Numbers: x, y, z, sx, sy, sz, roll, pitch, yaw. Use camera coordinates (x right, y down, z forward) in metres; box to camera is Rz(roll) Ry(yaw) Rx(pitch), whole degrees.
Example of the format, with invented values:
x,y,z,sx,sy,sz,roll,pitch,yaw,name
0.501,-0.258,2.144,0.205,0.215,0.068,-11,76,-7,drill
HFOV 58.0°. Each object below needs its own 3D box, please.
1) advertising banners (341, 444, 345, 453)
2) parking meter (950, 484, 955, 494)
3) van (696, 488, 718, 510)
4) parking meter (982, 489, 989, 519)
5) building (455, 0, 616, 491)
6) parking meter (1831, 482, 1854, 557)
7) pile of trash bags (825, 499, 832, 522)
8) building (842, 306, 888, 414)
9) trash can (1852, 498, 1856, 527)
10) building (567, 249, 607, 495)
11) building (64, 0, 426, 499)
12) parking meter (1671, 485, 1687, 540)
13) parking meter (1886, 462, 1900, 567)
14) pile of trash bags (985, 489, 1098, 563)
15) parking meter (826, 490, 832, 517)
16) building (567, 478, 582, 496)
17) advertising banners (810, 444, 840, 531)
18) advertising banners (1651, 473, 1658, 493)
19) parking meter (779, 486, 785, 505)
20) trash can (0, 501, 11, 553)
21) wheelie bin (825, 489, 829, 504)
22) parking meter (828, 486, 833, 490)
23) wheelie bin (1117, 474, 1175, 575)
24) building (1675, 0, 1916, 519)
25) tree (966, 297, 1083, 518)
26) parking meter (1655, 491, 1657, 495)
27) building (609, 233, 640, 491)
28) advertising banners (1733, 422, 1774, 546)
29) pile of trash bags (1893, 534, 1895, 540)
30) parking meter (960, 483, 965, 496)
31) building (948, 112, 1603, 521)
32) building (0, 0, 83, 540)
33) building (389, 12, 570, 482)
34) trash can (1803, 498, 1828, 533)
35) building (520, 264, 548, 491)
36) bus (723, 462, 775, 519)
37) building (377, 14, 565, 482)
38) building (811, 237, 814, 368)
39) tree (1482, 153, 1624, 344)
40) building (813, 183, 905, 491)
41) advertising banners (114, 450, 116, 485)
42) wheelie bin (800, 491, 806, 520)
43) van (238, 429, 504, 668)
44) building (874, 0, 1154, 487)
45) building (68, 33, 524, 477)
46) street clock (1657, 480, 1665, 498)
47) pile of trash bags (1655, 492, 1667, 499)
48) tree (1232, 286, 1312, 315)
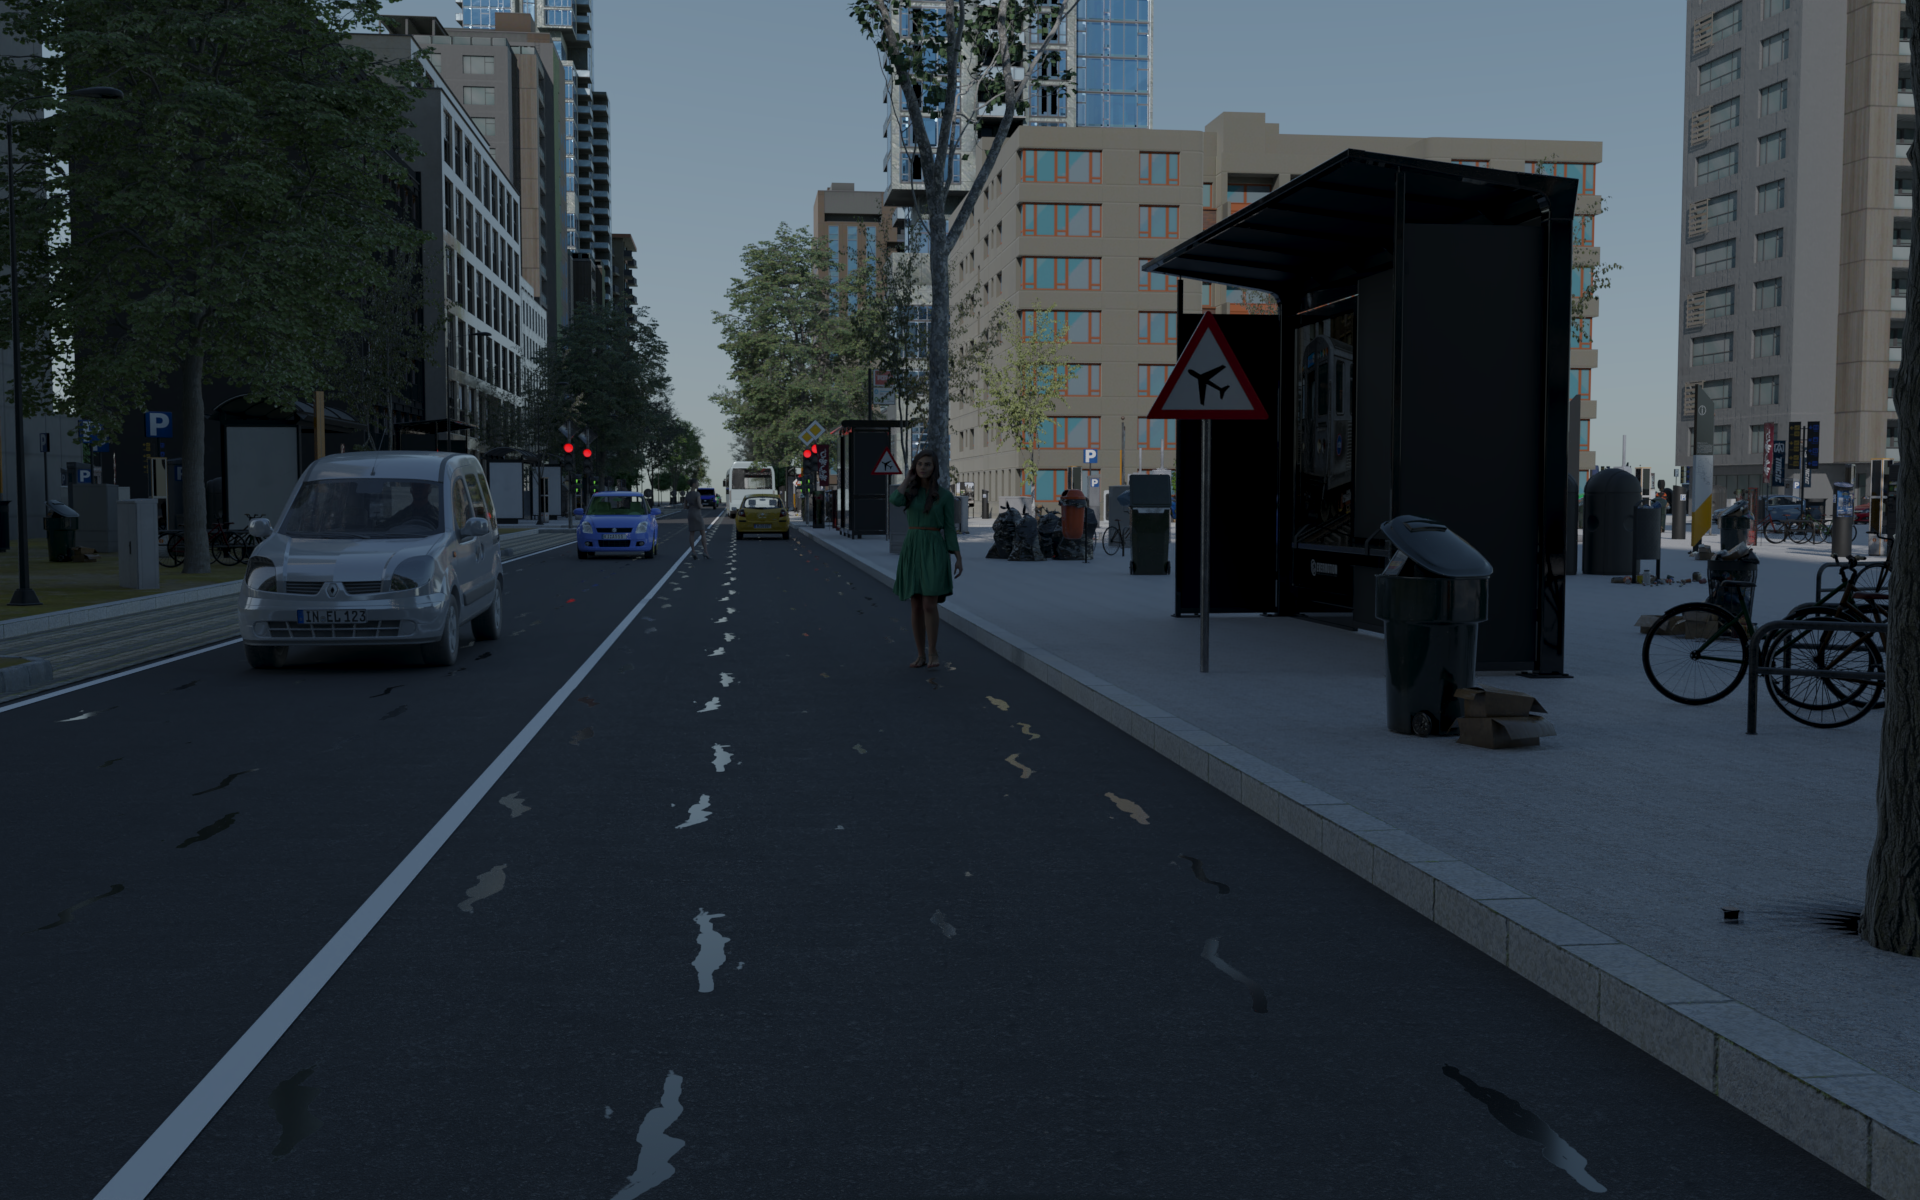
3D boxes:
x,y,z,sx,sy,sz,roll,pitch,yaw,name
-21.815,-3.954,60.828,0.090,3.025,2.074,-2,4,-30,advertising banners
-0.504,-5.833,101.082,0.399,1.863,0.255,2,4,31,parking meter
-23.685,-9.606,161.440,2.240,2.365,5.245,0,4,-7,van
1.308,-4.941,89.191,0.372,1.533,0.369,0,3,0,parking meter
-60.423,-57.296,249.455,22.319,86.520,31.000,0,4,-7,building
17.984,-1.644,35.294,0.372,1.533,0.369,0,3,0,parking meter
-4.790,-4.159,77.756,1.912,1.369,3.447,-1,4,-21,pile of trash bags
2.921,-20.215,175.547,27.650,21.520,28.899,0,4,-7,building
32.949,-3.232,64.504,0.748,1.137,0.748,0,3,0,trash can
-49.374,-26.461,204.341,14.160,30.474,14.107,0,4,-7,building
-34.068,-15.611,84.925,12.332,23.373,15.834,0,4,-7,building
20.344,-2.482,48.989,0.372,1.533,0.369,0,3,0,parking meter
15.752,-1.423,28.980,0.399,1.863,0.255,-1,4,-12,parking meter
1.759,-1.450,33.468,1.912,1.369,3.447,-1,4,-15,pile of trash bags
-7.477,-5.530,98.824,0.372,1.533,0.369,0,3,0,parking meter
-56.504,-30.064,183.426,32.217,40.220,23.993,0,4,-7,building
-4.556,-4.182,64.563,2.074,3.025,0.090,-1,4,-14,advertising banners
57.790,-8.998,143.304,2.074,3.025,0.090,-2,4,-31,advertising banners
-12.644,-7.180,123.096,0.399,1.863,0.255,3,5,39,parking meter
-21.234,-1.615,38.054,0.748,1.137,0.748,0,3,0,trash can
-7.868,-5.882,104.083,0.693,1.594,0.980,-1,4,-10,wheelie bin
-9.255,-7.223,123.806,0.255,1.863,0.399,0,4,4,parking meter
2.991,-1.206,27.623,0.980,1.594,0.693,0,4,2,wheelie bin
48.876,-25.029,92.813,14.086,41.232,14.154,0,4,-7,building
2.474,-6.948,63.964,4.737,8.622,4.395,0,3,0,tree
58.711,-8.442,146.438,0.372,1.533,0.369,0,3,0,parking meter
-63.704,-38.288,280.634,22.147,44.769,28.867,0,4,-7,building
19.657,-2.858,42.919,0.090,3.025,2.074,0,4,1,advertising banners
5.263,0.217,6.200,3.447,1.369,1.912,3,4,36,pile of trash bags
0.124,-5.032,87.976,0.255,1.863,0.399,0,4,-4,parking meter
15.364,-15.415,97.075,28.899,21.520,27.650,0,4,-7,building
-36.119,-36.820,40.264,20.611,71.187,20.563,0,4,-7,building
-45.197,-31.522,165.496,14.600,45.320,14.200,0,4,-7,building
28.532,-2.821,57.781,0.748,1.137,0.748,0,3,0,trash can
-38.612,-17.198,135.937,10.420,20.320,16.860,0,4,-7,building
-12.768,-6.715,104.642,2.948,3.499,13.247,-1,4,-9,bus
-42.706,-28.631,151.707,14.154,41.232,14.086,0,4,-7,building
-16.811,-36.301,277.111,14.154,41.232,14.086,0,4,-7,building
11.874,-5.313,37.231,4.360,8.622,3.978,0,3,0,tree
-13.744,-36.626,248.951,14.600,45.320,14.200,0,4,-7,building
-34.165,-4.520,70.089,0.090,3.025,2.074,-2,4,-25,advertising banners
-7.221,-4.583,82.846,0.980,1.594,0.693,-2,4,-35,wheelie bin
-5.196,-0.527,15.624,2.013,2.044,4.112,0,4,-7,van
2.777,-50.164,132.860,22.319,86.520,31.000,0,4,-7,building
-39.774,-18.680,109.937,19.350,26.468,34.151,0,4,-7,building
34.962,-5.004,86.390,0.358,2.002,0.471,0,4,1,street clock
56.301,-7.915,139.166,3.447,1.369,1.912,2,4,25,pile of trash bags
8.998,-6.006,48.552,4.360,8.622,3.978,0,3,0,tree
